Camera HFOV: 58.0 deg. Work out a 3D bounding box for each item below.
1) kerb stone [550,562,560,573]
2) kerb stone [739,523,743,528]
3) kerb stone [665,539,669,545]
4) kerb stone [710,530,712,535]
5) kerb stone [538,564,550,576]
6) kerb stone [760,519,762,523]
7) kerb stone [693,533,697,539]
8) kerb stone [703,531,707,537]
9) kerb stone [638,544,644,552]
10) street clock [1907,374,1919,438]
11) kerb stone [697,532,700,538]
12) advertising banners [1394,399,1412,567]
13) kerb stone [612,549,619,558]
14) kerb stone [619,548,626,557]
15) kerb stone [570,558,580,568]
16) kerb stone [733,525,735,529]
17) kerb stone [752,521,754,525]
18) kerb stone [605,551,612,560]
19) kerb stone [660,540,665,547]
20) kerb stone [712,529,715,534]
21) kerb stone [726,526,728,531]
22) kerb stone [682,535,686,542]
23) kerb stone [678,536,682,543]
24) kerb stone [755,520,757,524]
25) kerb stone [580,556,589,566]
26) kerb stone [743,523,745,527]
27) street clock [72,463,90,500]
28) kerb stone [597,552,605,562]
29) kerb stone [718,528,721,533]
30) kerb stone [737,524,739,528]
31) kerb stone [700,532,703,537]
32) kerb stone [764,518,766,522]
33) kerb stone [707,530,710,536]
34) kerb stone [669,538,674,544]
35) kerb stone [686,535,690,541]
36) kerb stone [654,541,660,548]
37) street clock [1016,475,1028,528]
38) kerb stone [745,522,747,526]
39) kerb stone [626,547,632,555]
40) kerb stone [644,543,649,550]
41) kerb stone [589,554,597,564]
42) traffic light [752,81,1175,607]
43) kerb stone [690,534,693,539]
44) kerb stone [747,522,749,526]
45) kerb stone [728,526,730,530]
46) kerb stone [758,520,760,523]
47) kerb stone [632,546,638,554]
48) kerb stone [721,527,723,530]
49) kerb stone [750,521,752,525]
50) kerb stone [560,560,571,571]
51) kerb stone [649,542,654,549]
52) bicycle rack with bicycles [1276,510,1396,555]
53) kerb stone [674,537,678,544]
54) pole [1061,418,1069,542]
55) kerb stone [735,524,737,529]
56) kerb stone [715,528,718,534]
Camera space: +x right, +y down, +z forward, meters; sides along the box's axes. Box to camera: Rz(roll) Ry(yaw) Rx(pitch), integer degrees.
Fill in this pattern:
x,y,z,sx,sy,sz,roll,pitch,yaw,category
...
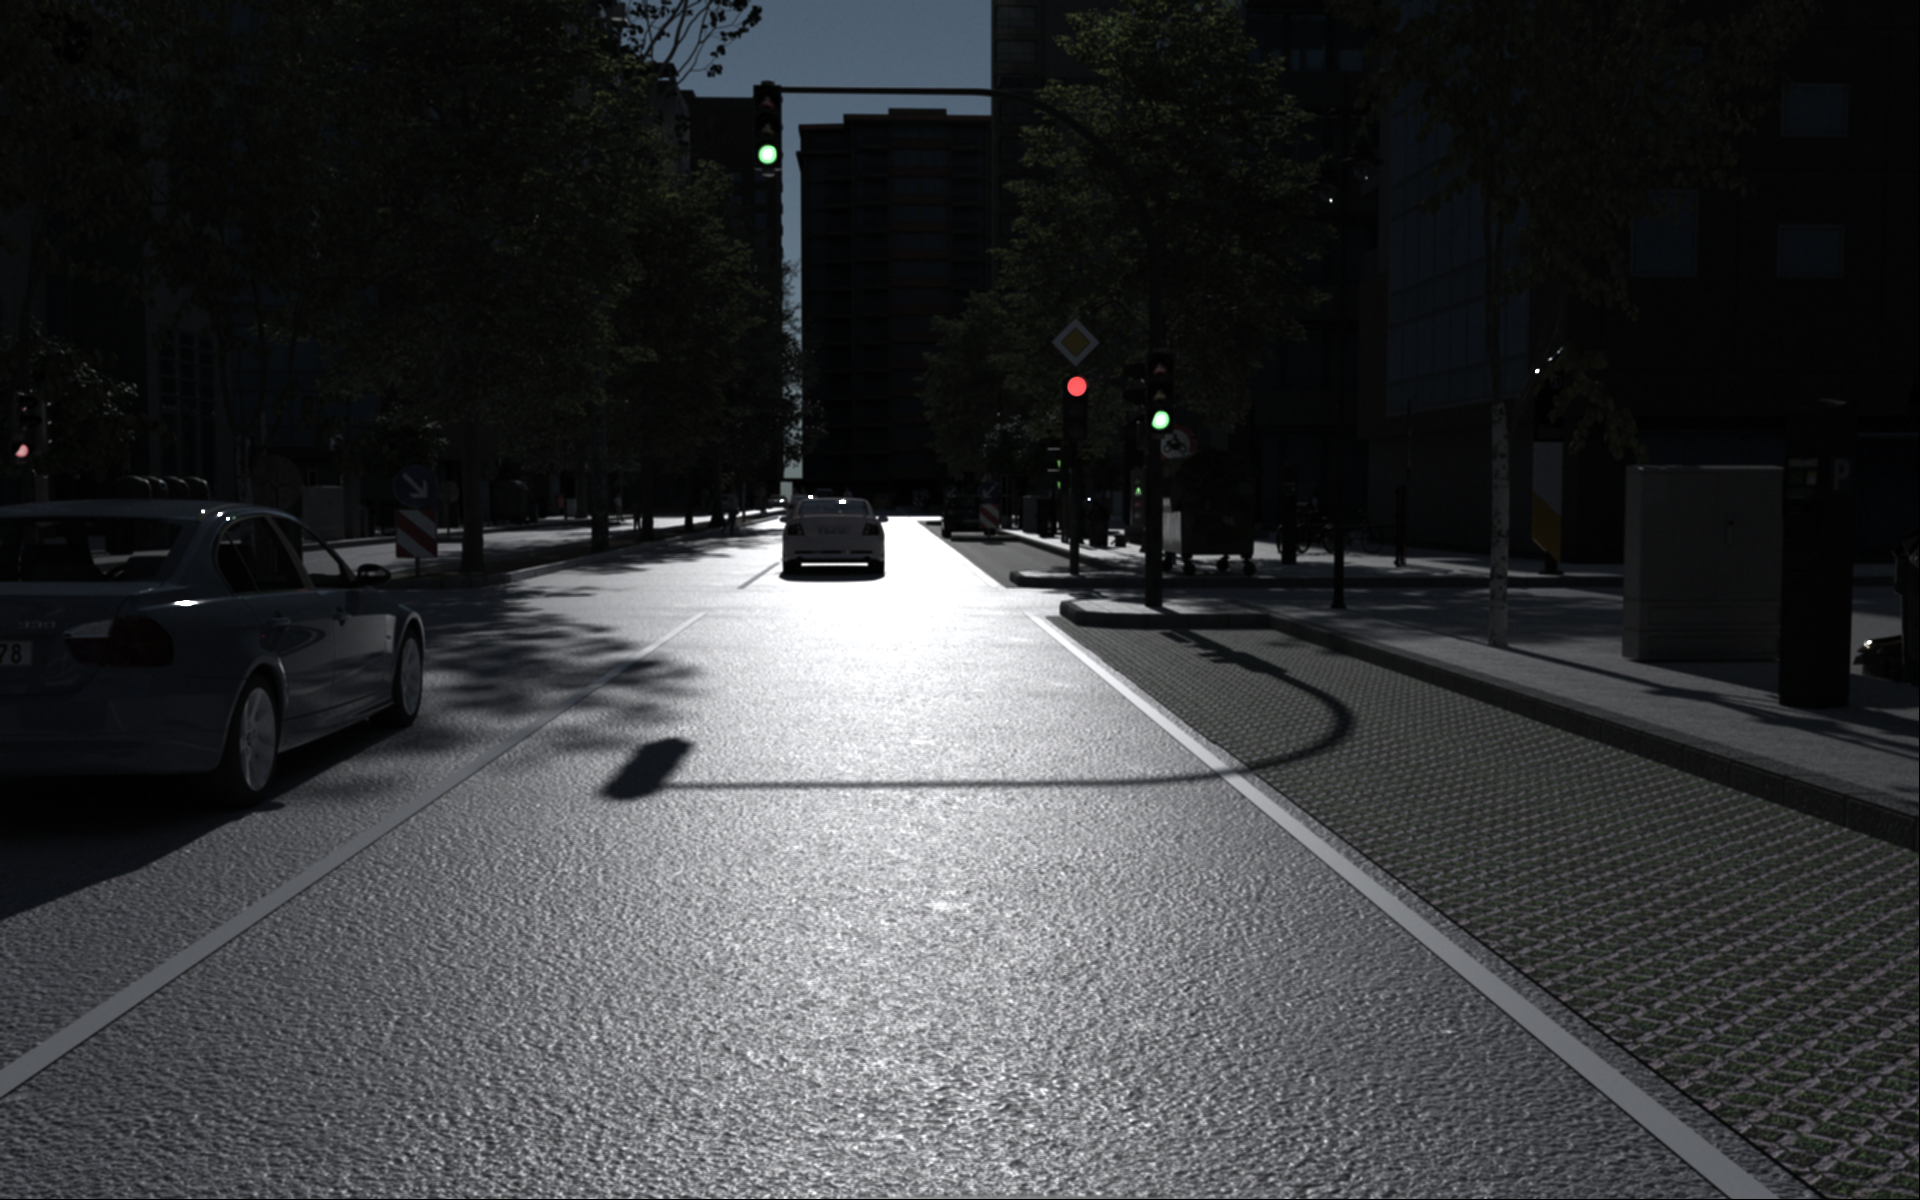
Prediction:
x,y,z,sx,sy,sz,roll,pitch,yaw,category
-7.471,-0.567,31.496,0.120,0.150,1.000,0,4,-3,kerb stone
-9.411,-3.135,73.451,0.120,0.150,1.000,0,4,-3,kerb stone
-8.226,-1.561,47.855,0.120,0.150,1.000,0,4,-3,kerb stone
-8.794,-2.321,60.140,0.120,0.150,1.000,0,4,-3,kerb stone
-7.424,-0.505,30.473,0.120,0.150,1.000,0,4,-3,kerb stone
-9.924,-3.823,84.702,0.120,0.150,1.000,0,4,-3,kerb stone
-8.557,-1.998,55.023,0.120,0.150,1.000,0,4,-3,kerb stone
-8.693,-2.196,58.094,0.120,0.150,1.000,0,4,-3,kerb stone
-7.988,-1.252,42.748,0.120,0.150,1.000,0,4,-3,kerb stone
5.325,-0.287,9.269,0.471,2.002,0.358,3,4,37,street clock
-8.607,-2.070,56.048,0.120,0.150,1.000,0,4,-3,kerb stone
8.035,-2.150,31.336,0.090,3.025,2.074,1,4,21,advertising banners
-7.801,-1.006,38.663,0.120,0.150,1.000,0,4,-3,kerb stone
-7.840,-1.070,39.685,0.120,0.150,1.000,0,4,-3,kerb stone
-7.570,-0.693,33.557,0.120,0.150,1.000,0,4,-3,kerb stone
-9.220,-2.884,69.356,0.120,0.150,1.000,0,4,-3,kerb stone
-9.690,-3.510,79.583,0.120,0.150,1.000,0,4,-3,kerb stone
-7.757,-0.945,37.642,0.120,0.150,1.000,0,4,-3,kerb stone
-8.172,-1.507,46.834,0.120,0.150,1.000,0,4,-3,kerb stone
-8.840,-2.379,61.171,0.120,0.150,1.000,0,4,-3,kerb stone
-9.088,-2.697,66.283,0.120,0.150,1.000,0,4,-3,kerb stone
-8.412,-1.815,51.946,0.120,0.150,1.000,0,4,-3,kerb stone
-8.369,-1.754,50.924,0.120,0.150,1.000,0,4,-3,kerb stone
-9.792,-3.634,81.636,0.120,0.150,1.000,0,4,-3,kerb stone
-7.608,-0.757,34.579,0.120,0.150,1.000,0,4,-3,kerb stone
-9.452,-3.198,74.475,0.120,0.150,1.000,0,4,-3,kerb stone
-20.736,-2.222,40.897,0.471,2.002,0.358,3,5,42,street clock
-7.703,-0.882,36.621,0.120,0.150,1.000,0,4,-3,kerb stone
-8.934,-2.508,63.216,0.120,0.150,1.000,0,4,-3,kerb stone
-9.307,-3.010,71.404,0.120,0.150,1.000,0,4,-3,kerb stone
-8.648,-2.130,57.071,0.120,0.150,1.000,0,4,-3,kerb stone
-10.068,-4.011,87.773,0.120,0.150,1.000,0,4,-3,kerb stone
-8.734,-2.258,59.119,0.120,0.150,1.000,0,4,-3,kerb stone
-8.271,-1.631,48.876,0.120,0.150,1.000,0,4,-3,kerb stone
-8.461,-1.882,52.968,0.120,0.150,1.000,0,4,-3,kerb stone
-8.135,-1.442,45.811,0.120,0.150,1.000,0,4,-3,kerb stone
2.312,-3.675,64.662,0.358,2.002,0.471,3,5,43,street clock
-9.503,-3.257,75.496,0.120,0.150,1.000,0,4,-3,kerb stone
-7.892,-1.129,40.706,0.120,0.150,1.000,0,4,-3,kerb stone
-8.044,-1.311,43.769,0.120,0.150,1.000,0,4,-3,kerb stone
-7.661,-0.820,35.599,0.120,0.150,1.000,0,4,-3,kerb stone
0.099,-2.740,19.462,4.771,5.953,1.251,0,4,-3,traffic light
-8.521,-1.945,53.992,0.120,0.150,1.000,0,4,-3,kerb stone
-9.539,-3.318,76.518,0.120,0.150,1.000,0,4,-3,kerb stone
-9.129,-2.759,67.309,0.120,0.150,1.000,0,4,-3,kerb stone
-9.883,-3.761,83.681,0.120,0.150,1.000,0,4,-3,kerb stone
-7.944,-1.194,41.726,0.120,0.150,1.000,0,4,-3,kerb stone
-8.984,-2.570,64.242,0.120,0.150,1.000,0,4,-3,kerb stone
-9.644,-3.446,78.562,0.120,0.150,1.000,0,4,-3,kerb stone
-7.514,-0.628,32.529,0.120,0.150,1.000,0,4,-3,kerb stone
-8.093,-1.382,44.790,0.120,0.150,1.000,0,4,-3,kerb stone
7.945,-1.467,37.365,2.925,0.926,2.852,-2,4,-33,bicycle rack with bicycles
-8.320,-1.695,49.903,0.120,0.150,1.000,0,4,-3,kerb stone
2.790,-3.183,45.887,0.158,3.312,0.155,0,3,0,pole
-9.268,-2.947,70.377,0.120,0.150,1.000,0,4,-3,kerb stone
-8.881,-2.446,62.193,0.120,0.150,1.000,0,4,-3,kerb stone
